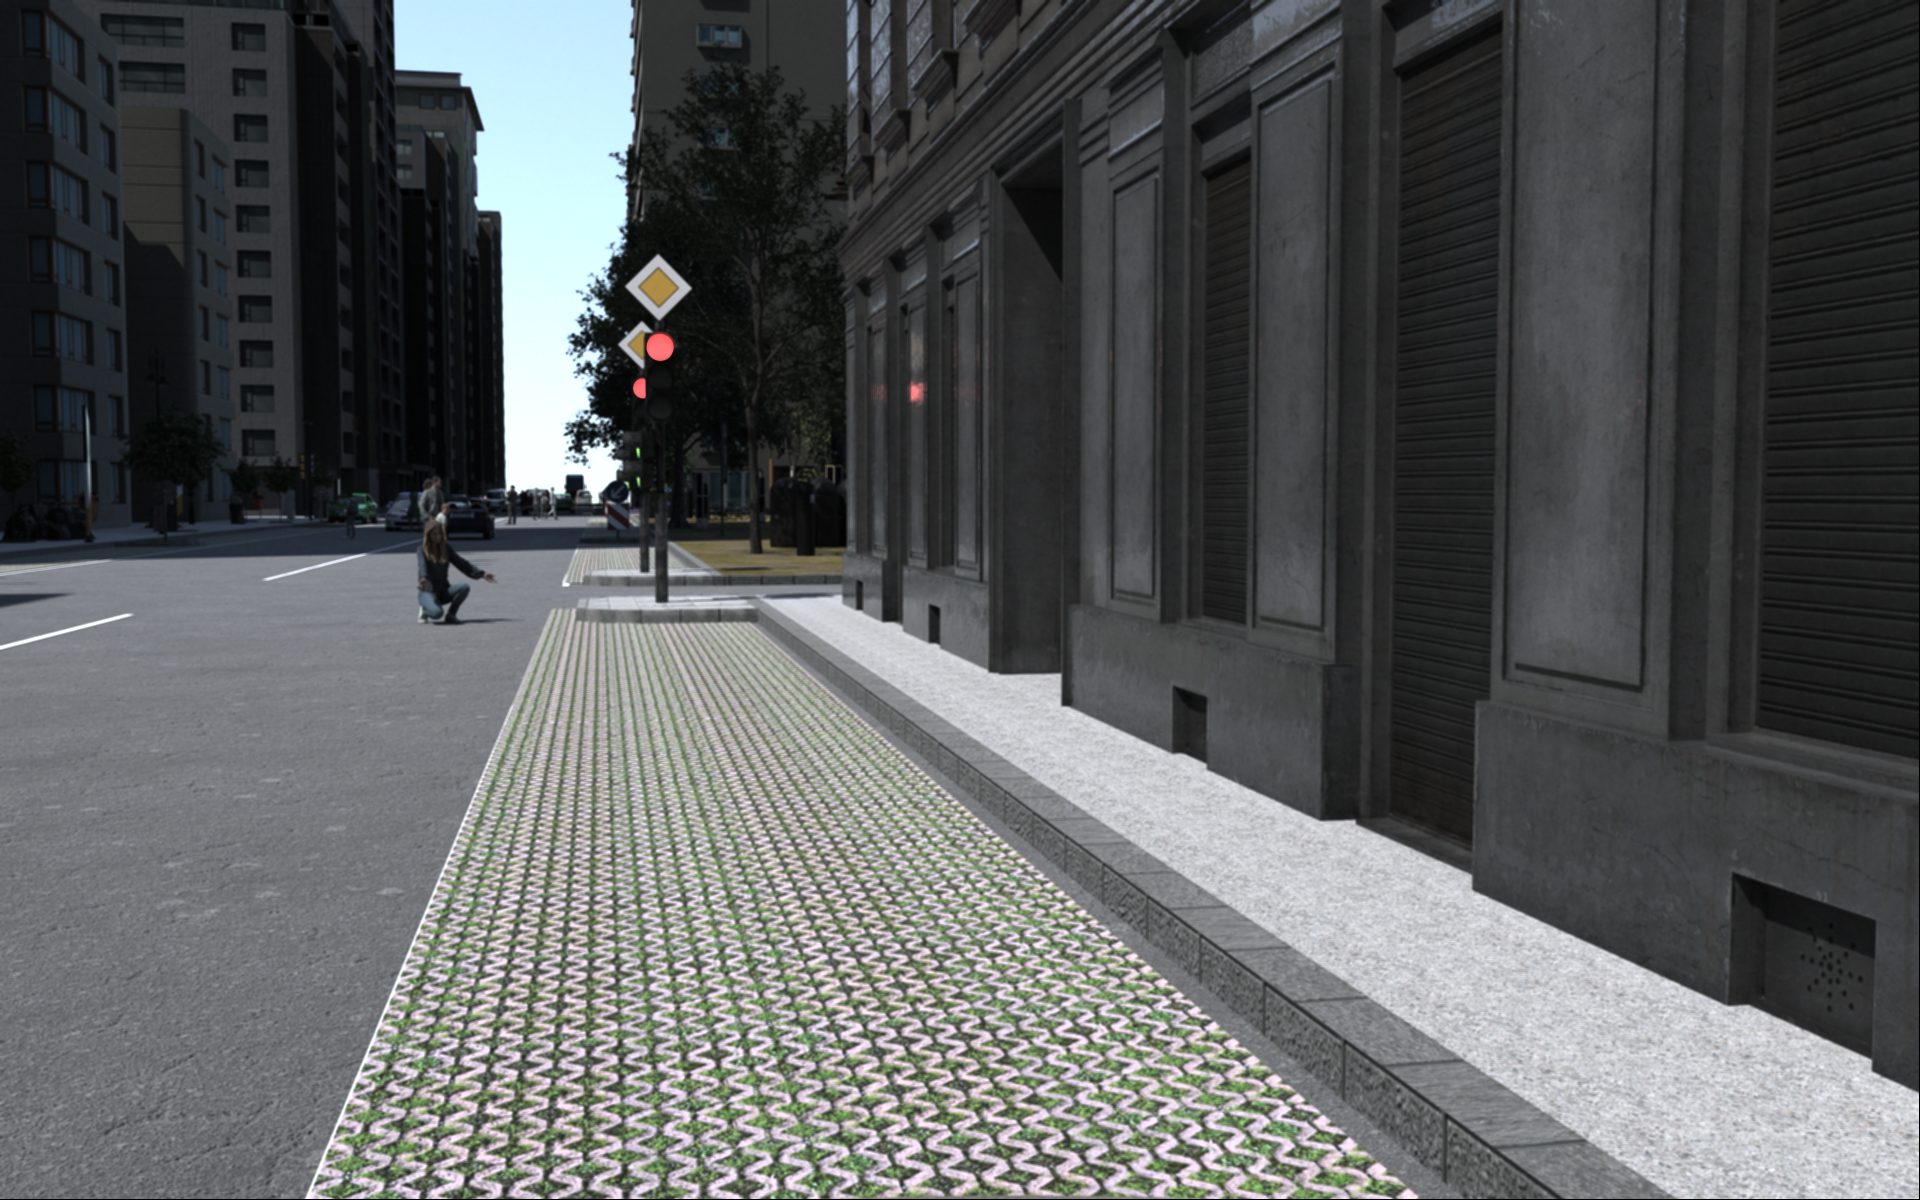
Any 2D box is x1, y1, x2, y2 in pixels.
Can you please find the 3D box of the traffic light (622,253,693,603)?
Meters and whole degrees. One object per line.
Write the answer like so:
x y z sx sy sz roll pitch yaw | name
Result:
-3.545 -1.923 20.368 0.839 4.253 0.868 -1 4 -12 | traffic light

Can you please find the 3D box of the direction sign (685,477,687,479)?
-14.170 -5.815 87.071 0.876 3.537 0.379 -2 4 -24 | direction sign

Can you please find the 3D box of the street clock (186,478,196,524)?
-32.643 -4.218 73.537 0.471 2.002 0.358 -3 5 -39 | street clock

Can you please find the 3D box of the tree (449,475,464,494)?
-50.702 -11.004 174.509 1.663 3.219 1.824 0 3 0 | tree

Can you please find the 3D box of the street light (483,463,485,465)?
-58.089 -14.573 211.056 0.468 5.910 1.993 -1 4 -12 | street light

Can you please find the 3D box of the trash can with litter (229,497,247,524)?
-30.933 -3.851 74.348 0.624 1.170 1.055 -3 5 -44 | trash can with litter

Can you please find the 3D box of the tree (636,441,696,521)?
-14.261 -6.016 82.076 4.285 4.588 4.351 0 3 0 | tree

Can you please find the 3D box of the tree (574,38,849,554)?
-4.641 -6.250 36.594 7.601 10.594 8.767 -3 5 -40 | tree

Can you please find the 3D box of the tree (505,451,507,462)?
-68.342 -18.568 253.952 4.360 8.622 3.978 0 3 0 | tree

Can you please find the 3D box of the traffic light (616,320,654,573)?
-5.170 -2.402 28.187 0.839 4.253 0.868 -1 4 -12 | traffic light

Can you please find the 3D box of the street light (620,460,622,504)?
-38.745 -13.866 199.494 0.468 5.910 1.993 -1 4 -12 | street light

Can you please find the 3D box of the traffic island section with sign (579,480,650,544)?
-10.120 -2.571 50.664 1.989 1.847 2.006 -1 4 -12 | traffic island section with sign

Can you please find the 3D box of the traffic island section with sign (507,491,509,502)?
-59.964 -13.580 230.655 1.989 1.847 2.006 -1 4 -12 | traffic island section with sign

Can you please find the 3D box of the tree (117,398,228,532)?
-26.782 -4.613 59.138 4.285 4.588 4.351 0 3 0 | tree

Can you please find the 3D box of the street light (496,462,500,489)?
-64.047 -16.365 240.349 0.468 5.910 1.993 -1 4 -12 | street light

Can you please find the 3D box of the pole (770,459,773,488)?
-10.928 -6.524 100.502 0.158 3.312 0.155 0 3 0 | pole

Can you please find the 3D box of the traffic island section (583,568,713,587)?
-5.129 -0.369 28.309 2.009 0.180 2.903 -1 4 -12 | traffic island section

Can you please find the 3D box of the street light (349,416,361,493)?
-35.021 -7.807 100.427 0.468 5.910 1.993 -1 4 -12 | street light

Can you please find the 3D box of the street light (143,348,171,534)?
-25.367 -5.019 54.849 0.468 5.910 1.993 -1 4 -12 | street light

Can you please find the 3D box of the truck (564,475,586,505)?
-51.856 -14.842 232.420 2.967 4.110 18.799 -1 4 -11 | truck

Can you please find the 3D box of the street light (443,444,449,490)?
-47.221 -11.394 159.085 0.468 5.910 1.993 -1 4 -12 | street light

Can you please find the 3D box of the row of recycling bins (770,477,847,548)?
-3.006 -2.166 42.524 3.534 1.692 1.069 -3 4 -36 | row of recycling bins

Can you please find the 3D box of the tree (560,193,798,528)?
-10.586 -9.083 65.510 9.611 12.733 9.660 0 3 0 | tree

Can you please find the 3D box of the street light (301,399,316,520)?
-31.589 -6.808 84.100 0.468 5.910 1.993 -1 4 -12 | street light

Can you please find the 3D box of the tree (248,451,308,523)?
-30.451 -5.062 77.371 1.663 3.219 1.824 0 3 0 | tree

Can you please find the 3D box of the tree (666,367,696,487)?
-15.863 -8.752 93.465 4.360 8.622 3.978 0 3 0 | tree

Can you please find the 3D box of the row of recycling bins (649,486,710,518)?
-15.035 -5.182 91.842 3.534 1.692 1.069 0 4 -1 | row of recycling bins

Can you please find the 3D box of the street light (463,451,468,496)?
-51.951 -12.786 181.836 0.468 5.910 1.993 -1 4 -12 | street light

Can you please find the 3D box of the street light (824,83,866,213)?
-1.239 -2.890 20.040 0.468 5.910 1.993 -1 4 -12 | street light

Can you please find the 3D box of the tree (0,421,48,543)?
-25.253 -3.135 45.858 1.663 3.219 1.824 0 3 0 | tree

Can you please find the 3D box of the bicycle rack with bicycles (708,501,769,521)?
-11.159 -4.363 84.721 2.925 0.926 2.852 1 4 21 | bicycle rack with bicycles

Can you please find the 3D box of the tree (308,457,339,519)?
-33.712 -5.892 90.932 1.663 3.219 1.824 0 3 0 | tree

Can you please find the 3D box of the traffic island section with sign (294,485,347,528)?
-27.529 -4.035 74.598 1.989 1.847 2.006 -1 4 -12 | traffic island section with sign

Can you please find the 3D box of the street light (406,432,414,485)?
-41.119 -9.602 129.776 0.468 5.910 1.993 -1 4 -12 | street light

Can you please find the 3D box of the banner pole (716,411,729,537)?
-7.107 -3.800 52.149 0.401 3.779 0.863 -1 4 -22 | banner pole

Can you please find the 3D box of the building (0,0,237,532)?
-46.999 -13.747 69.795 27.650 21.520 28.899 -1 4 -12 | building

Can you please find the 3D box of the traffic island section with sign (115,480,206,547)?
-21.903 -2.382 47.573 1.989 1.847 2.006 -1 4 -12 | traffic island section with sign

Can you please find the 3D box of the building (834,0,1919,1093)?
5.027 -9.947 11.781 9.793 20.994 18.267 -1 4 -12 | building

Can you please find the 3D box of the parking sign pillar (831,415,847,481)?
-3.860 -4.297 58.720 1.447 3.967 1.447 2 4 28 | parking sign pillar

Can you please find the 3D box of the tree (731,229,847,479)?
-4.589 -5.970 47.977 4.360 8.622 3.978 0 3 0 | tree

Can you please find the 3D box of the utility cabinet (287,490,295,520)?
-33.378 -4.756 86.437 0.318 1.500 1.173 -1 4 -17 | utility cabinet

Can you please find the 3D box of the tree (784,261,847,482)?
-3.316 -6.292 53.242 4.737 8.622 4.395 0 3 0 | tree

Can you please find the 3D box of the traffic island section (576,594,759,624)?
-3.504 0.110 20.491 2.009 0.180 2.903 -1 4 -12 | traffic island section

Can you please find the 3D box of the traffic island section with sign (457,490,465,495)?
-43.222 -8.656 150.148 1.989 1.847 2.006 -1 4 -12 | traffic island section with sign

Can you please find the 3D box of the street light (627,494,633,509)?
-27.962 -10.682 147.444 0.468 5.910 1.993 -1 4 -12 | street light

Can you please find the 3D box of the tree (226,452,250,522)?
-33.130 -5.226 80.044 1.663 3.219 1.824 0 3 0 | tree

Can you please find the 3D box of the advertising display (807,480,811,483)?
-6.477 -4.510 78.954 0.974 1.923 0.123 -1 4 -19 | advertising display

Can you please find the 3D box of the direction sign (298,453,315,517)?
-35.990 -6.328 95.465 0.876 3.537 0.379 0 4 0 | direction sign

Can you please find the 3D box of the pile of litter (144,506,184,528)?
-30.141 -3.142 65.336 1.719 0.858 1.176 2 4 26 | pile of litter
